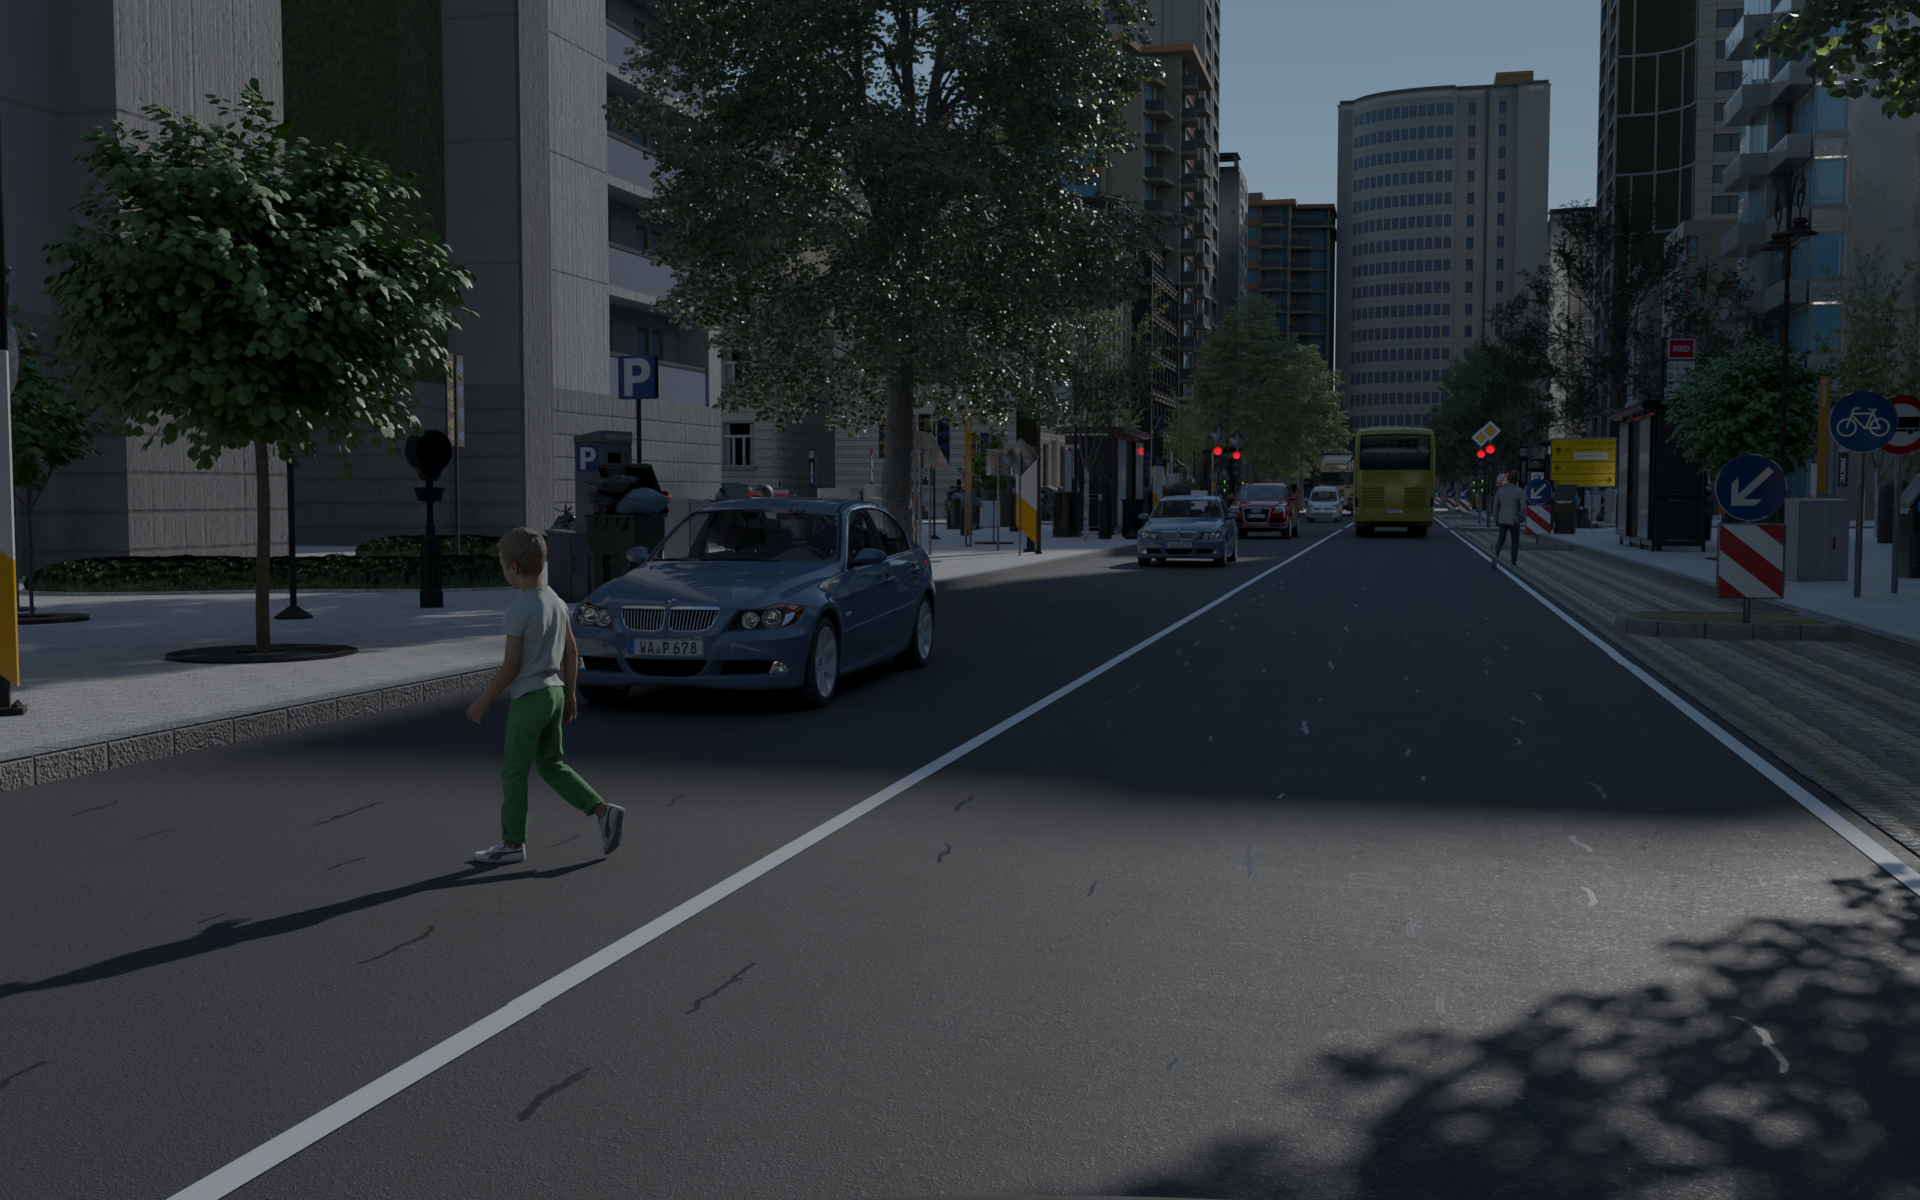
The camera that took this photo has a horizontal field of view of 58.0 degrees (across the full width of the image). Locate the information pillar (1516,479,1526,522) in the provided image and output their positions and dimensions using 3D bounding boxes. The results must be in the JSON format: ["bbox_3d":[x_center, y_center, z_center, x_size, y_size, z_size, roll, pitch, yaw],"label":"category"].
[{"bbox_3d":[25.846,-4.607,79.809,0.304,2.012,0.304,-3,4,-36],"label":"information pillar"}]

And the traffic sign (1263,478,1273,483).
[{"bbox_3d":[24.786,-8.524,139.474,0.768,2.556,0.104,1,4,16],"label":"traffic sign"}]

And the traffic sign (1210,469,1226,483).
[{"bbox_3d":[11.963,-4.907,80.337,0.768,2.556,0.104,1,4,21],"label":"traffic sign"}]

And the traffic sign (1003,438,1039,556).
[{"bbox_3d":[1.243,-2.122,35.882,0.795,2.450,0.064,2,4,23],"label":"traffic sign"}]

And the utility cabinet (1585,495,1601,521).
[{"bbox_3d":[30.113,-4.389,82.922,1.020,1.237,0.306,0,4,8],"label":"utility cabinet"}]

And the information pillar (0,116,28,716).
[{"bbox_3d":[-5.697,-1.136,9.923,0.504,3.616,0.183,-1,4,-21],"label":"information pillar"}]

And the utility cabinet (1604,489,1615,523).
[{"bbox_3d":[28.362,-4.086,75.481,0.318,1.500,1.173,2,4,30],"label":"utility cabinet"}]

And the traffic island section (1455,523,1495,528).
[{"bbox_3d":[22.227,-3.165,74.021,2.009,0.180,2.903,1,4,14],"label":"traffic island section"}]

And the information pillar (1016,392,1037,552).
[{"bbox_3d":[1.488,-2.871,38.292,0.504,3.616,0.183,0,4,1],"label":"information pillar"}]

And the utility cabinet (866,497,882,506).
[{"bbox_3d":[-1.575,-1.426,34.470,0.306,1.237,1.020,1,4,13],"label":"utility cabinet"}]

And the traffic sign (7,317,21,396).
[{"bbox_3d":[-6.433,-0.684,11.286,0.768,2.556,0.104,1,4,17],"label":"traffic sign"}]

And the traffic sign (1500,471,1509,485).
[{"bbox_3d":[30.539,-5.907,96.588,0.884,2.594,0.081,1,4,17],"label":"traffic sign"}]

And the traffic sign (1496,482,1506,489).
[{"bbox_3d":[39.252,-7.704,125.968,0.884,2.594,0.081,1,4,17],"label":"traffic sign"}]

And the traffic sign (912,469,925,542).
[{"bbox_3d":[-1.050,-2.487,40.769,0.768,2.556,0.104,1,4,16],"label":"traffic sign"}]

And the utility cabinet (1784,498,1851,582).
[{"bbox_3d":[12.650,-0.881,25.566,1.020,1.237,0.306,-1,4,-22],"label":"utility cabinet"}]

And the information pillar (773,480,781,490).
[{"bbox_3d":[-9.704,-5.352,92.004,0.304,2.012,0.304,2,4,27],"label":"information pillar"}]

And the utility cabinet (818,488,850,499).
[{"bbox_3d":[-4.714,-3.422,64.630,1.173,1.500,0.318,-2,4,-24],"label":"utility cabinet"}]

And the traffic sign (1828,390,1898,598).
[{"bbox_3d":[11.121,-1.302,21.392,0.768,2.556,0.104,1,4,21],"label":"traffic sign"}]

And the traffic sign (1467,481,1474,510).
[{"bbox_3d":[40.823,-8.437,137.949,0.884,2.594,0.081,1,4,15],"label":"traffic sign"}]

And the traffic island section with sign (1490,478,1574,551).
[{"bbox_3d":[14.769,-2.210,44.760,1.989,1.847,2.006,1,4,14],"label":"traffic island section with sign"}]

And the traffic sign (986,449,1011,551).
[{"bbox_3d":[0.864,-2.266,39.174,0.606,2.300,0.079,1,4,18],"label":"traffic sign"}]

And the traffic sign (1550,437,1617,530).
[{"bbox_3d":[22.509,-4.202,62.583,2.265,3.308,0.079,1,4,21],"label":"traffic sign"}]

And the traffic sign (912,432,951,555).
[{"bbox_3d":[-0.634,-2.232,36.497,0.884,2.594,0.081,1,4,15],"label":"traffic sign"}]

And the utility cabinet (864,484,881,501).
[{"bbox_3d":[-1.799,-1.911,39.928,0.318,1.500,1.173,2,4,25],"label":"utility cabinet"}]

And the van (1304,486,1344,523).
[{"bbox_3d":[18.624,-4.980,88.438,2.013,2.044,4.112,1,4,15],"label":"van"}]

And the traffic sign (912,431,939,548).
[{"bbox_3d":[-0.809,-2.141,35.116,0.768,2.556,0.104,1,4,18],"label":"traffic sign"}]

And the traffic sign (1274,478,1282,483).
[{"bbox_3d":[25.340,-8.414,137.671,0.768,2.556,0.104,2,4,23],"label":"traffic sign"}]

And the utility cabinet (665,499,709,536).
[{"bbox_3d":[-3.817,-0.795,24.152,0.306,1.237,1.020,-2,4,-30],"label":"utility cabinet"}]

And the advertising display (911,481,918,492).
[{"bbox_3d":[-2.437,-4.838,84.309,0.974,1.923,0.123,-1,4,-21],"label":"advertising display"}]

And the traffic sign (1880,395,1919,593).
[{"bbox_3d":[12.097,-1.360,22.344,0.768,2.556,0.104,1,4,17],"label":"traffic sign"}]

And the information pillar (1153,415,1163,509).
[{"bbox_3d":[5.861,-3.661,51.216,0.183,3.616,0.504,2,4,34],"label":"information pillar"}]

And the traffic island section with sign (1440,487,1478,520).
[{"bbox_3d":[28.339,-5.457,97.853,1.989,1.847,2.006,1,4,14],"label":"traffic island section with sign"}]

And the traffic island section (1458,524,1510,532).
[{"bbox_3d":[20.248,-2.691,66.284,2.009,0.180,2.903,1,4,14],"label":"traffic island section"}]

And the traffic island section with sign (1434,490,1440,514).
[{"bbox_3d":[35.108,-7.074,124.286,1.989,1.847,2.006,1,4,14],"label":"traffic island section with sign"}]

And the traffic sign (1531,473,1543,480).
[{"bbox_3d":[27.501,-4.921,82.584,0.606,2.300,0.079,1,4,21],"label":"traffic sign"}]

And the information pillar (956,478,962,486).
[{"bbox_3d":[-0.051,-4.628,80.164,0.304,2.012,0.304,0,4,1],"label":"information pillar"}]

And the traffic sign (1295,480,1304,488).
[{"bbox_3d":[27.291,-8.454,139.410,0.795,2.450,0.064,1,4,18],"label":"traffic sign"}]

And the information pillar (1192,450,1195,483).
[{"bbox_3d":[12.526,-6.214,92.960,0.183,3.616,0.504,0,4,0],"label":"information pillar"}]

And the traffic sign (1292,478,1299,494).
[{"bbox_3d":[27.387,-8.614,140.940,0.768,2.556,0.104,1,4,22],"label":"traffic sign"}]

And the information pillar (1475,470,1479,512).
[{"bbox_3d":[36.871,-8.075,123.382,0.183,3.616,0.504,-1,4,-14],"label":"information pillar"}]

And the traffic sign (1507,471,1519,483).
[{"bbox_3d":[30.473,-5.825,95.339,0.768,2.556,0.104,1,4,22],"label":"traffic sign"}]

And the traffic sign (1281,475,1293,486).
[{"bbox_3d":[21.292,-6.890,112.762,0.768,2.556,0.104,1,4,16],"label":"traffic sign"}]

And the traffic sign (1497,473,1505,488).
[{"bbox_3d":[33.367,-6.505,106.463,0.768,2.556,0.104,1,4,23],"label":"traffic sign"}]

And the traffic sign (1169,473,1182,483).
[{"bbox_3d":[10.256,-4.921,82.581,0.606,2.300,0.079,1,4,22],"label":"traffic sign"}]

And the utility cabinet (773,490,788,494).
[{"bbox_3d":[-9.085,-4.789,86.976,0.318,1.500,1.173,2,4,30],"label":"utility cabinet"}]

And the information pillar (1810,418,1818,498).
[{"bbox_3d":[23.155,-3.385,46.699,0.183,3.616,0.504,-1,4,-13],"label":"information pillar"}]
